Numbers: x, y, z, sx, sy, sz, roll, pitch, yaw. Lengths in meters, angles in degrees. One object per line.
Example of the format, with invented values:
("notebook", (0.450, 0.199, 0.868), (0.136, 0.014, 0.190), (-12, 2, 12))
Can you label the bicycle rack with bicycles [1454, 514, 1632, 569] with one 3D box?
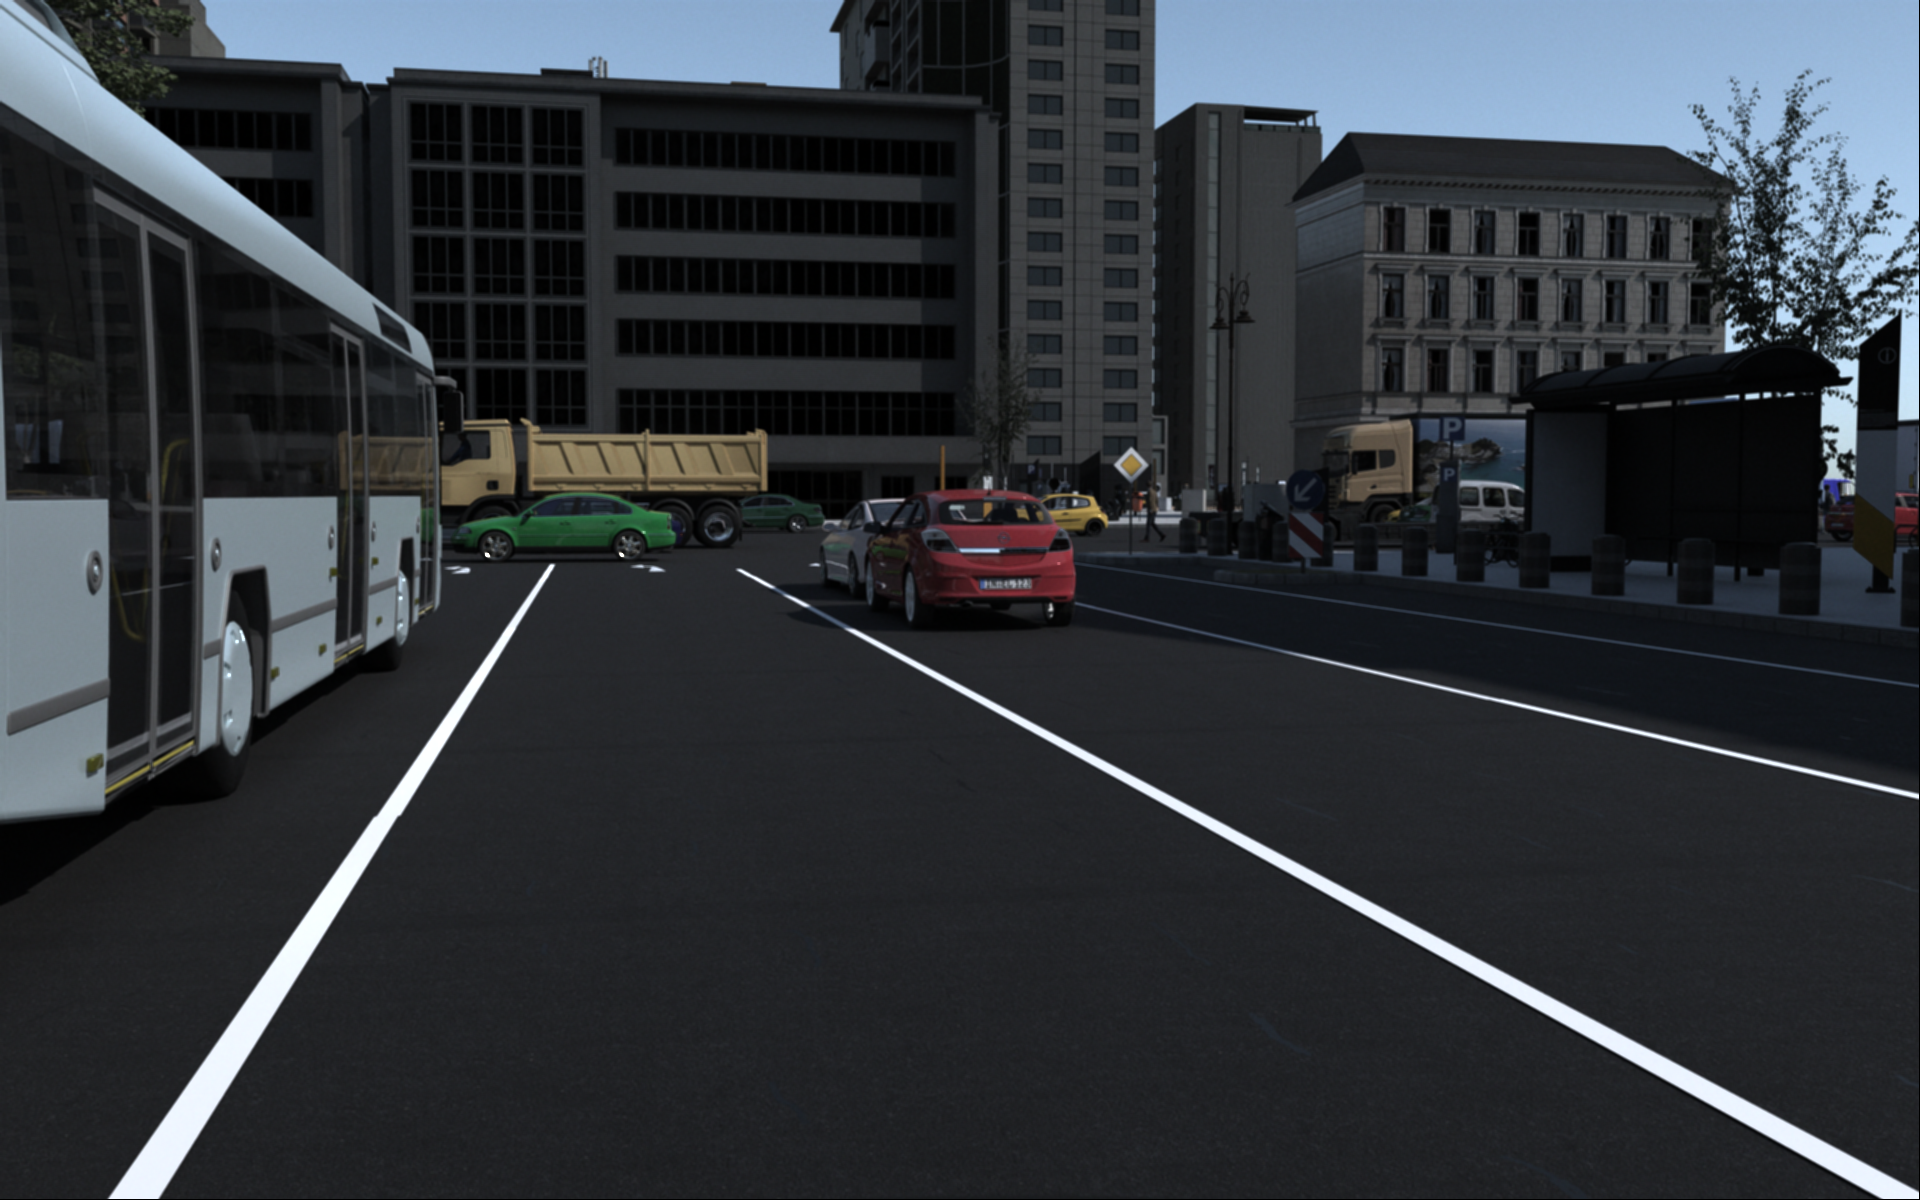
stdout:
("bicycle rack with bicycles", (10.162, -1.077, 30.998), (2.852, 0.926, 2.925), (-1, 4, -20))

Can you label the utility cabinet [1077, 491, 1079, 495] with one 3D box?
("utility cabinet", (9.574, -7.831, 136.720), (0.318, 1.500, 1.173), (-2, 4, -29))

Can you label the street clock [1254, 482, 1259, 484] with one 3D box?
("street clock", (17.520, -5.988, 102.471), (0.358, 2.002, 0.471), (2, 4, 25))

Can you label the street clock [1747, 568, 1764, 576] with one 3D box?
("street clock", (12.501, -1.381, 27.153), (0.358, 2.002, 0.471), (-3, 5, -44))

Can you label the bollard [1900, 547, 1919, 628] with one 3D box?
("bollard", (9.322, -0.124, 16.737), (0.404, 0.777, 0.398), (0, 3, 0))

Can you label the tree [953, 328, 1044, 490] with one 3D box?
("tree", (1.904, -7.757, 77.191), (4.360, 8.622, 3.978), (0, 3, 0))

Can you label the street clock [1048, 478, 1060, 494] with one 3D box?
("street clock", (4.239, -4.492, 78.013), (0.471, 2.002, 0.358), (-1, 4, -14))

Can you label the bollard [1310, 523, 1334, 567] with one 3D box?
("bollard", (6.413, -0.977, 30.683), (0.404, 0.777, 0.398), (0, 3, 0))

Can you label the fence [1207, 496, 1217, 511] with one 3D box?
("fence", (19.595, -7.499, 133.819), (0.480, 1.192, 2.264), (2, 4, 34))

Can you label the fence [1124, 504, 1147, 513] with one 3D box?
("fence", (10.668, -5.476, 104.912), (0.278, 0.683, 2.069), (-3, 5, -41))

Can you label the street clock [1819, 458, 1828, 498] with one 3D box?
("street clock", (16.506, -1.771, 33.523), (0.471, 2.002, 0.358), (2, 4, 29))

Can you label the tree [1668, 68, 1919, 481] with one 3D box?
("tree", (14.503, -4.897, 30.427), (4.360, 8.622, 3.978), (0, 3, 0))

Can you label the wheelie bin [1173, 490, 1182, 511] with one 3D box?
("wheelie bin", (16.284, -7.386, 128.664), (0.693, 1.594, 0.980), (-1, 4, -21))

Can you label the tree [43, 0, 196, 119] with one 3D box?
("tree", (-13.636, -6.161, 21.322), (7.486, 12.596, 7.792), (0, 3, 0))

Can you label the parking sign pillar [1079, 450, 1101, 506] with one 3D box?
("parking sign pillar", (7.994, -7.218, 106.480), (1.447, 3.967, 1.447), (1, 4, 9))

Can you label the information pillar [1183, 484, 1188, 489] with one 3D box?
("information pillar", (17.035, -7.733, 130.925), (0.304, 2.012, 0.304), (3, 5, 45))

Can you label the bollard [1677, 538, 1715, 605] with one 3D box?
("bollard", (8.597, -0.337, 20.234), (0.404, 0.777, 0.398), (0, 3, 0))

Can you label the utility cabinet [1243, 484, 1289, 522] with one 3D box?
("utility cabinet", (6.532, -1.733, 37.010), (1.173, 1.500, 0.318), (-3, 5, -40))

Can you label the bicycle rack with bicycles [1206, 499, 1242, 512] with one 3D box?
("bicycle rack with bicycles", (19.154, -6.806, 124.657), (2.925, 0.926, 2.852), (-1, 4, -23))

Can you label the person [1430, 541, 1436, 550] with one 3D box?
("person", (11.618, -2.019, 41.394), (0.818, 1.842, 0.514), (0, 4, 6))

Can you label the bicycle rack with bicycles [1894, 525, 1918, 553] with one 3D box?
("bicycle rack with bicycles", (21.358, -1.421, 36.609), (2.925, 0.926, 2.852), (0, 4, 1))

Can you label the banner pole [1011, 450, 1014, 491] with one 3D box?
("banner pole", (3.038, -6.684, 99.295), (0.401, 3.779, 0.863), (0, 4, -5))

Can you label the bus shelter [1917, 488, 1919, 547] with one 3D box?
("bus shelter", (11.992, -2.333, 15.774), (2.179, 5.291, 8.768), (-1, 4, -12))

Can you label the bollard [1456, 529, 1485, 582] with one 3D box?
("bollard", (7.507, -0.657, 25.454), (0.404, 0.777, 0.398), (0, 3, 0))

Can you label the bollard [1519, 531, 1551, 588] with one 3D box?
("bollard", (7.870, -0.550, 23.718), (0.404, 0.777, 0.398), (0, 3, 0))

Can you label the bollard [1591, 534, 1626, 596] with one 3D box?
("bollard", (8.230, -0.444, 21.980), (0.404, 0.777, 0.398), (0, 3, 0))

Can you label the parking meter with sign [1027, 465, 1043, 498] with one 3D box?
("parking meter with sign", (4.566, -6.497, 102.485), (0.543, 3.016, 1.738), (-2, 4, -24))

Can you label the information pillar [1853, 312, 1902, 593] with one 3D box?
("information pillar", (11.911, -1.904, 22.480), (0.504, 3.616, 0.183), (2, 4, 27))

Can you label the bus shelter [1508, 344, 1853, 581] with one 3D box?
("bus shelter", (10.579, -1.968, 26.100), (2.014, 3.302, 5.546), (-1, 4, -12))

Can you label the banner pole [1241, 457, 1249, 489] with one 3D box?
("banner pole", (18.997, -7.659, 115.245), (0.863, 3.779, 0.401), (-3, 5, -39))

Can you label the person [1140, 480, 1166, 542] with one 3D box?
("person", (5.777, -2.663, 51.957), (0.836, 1.842, 0.656), (0, 4, -8))

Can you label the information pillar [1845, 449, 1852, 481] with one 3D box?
("information pillar", (46.188, -6.039, 90.090), (0.504, 3.616, 0.183), (-3, 4, -38))

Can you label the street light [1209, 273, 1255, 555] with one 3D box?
("street light", (5.673, -3.884, 36.298), (0.468, 5.910, 1.993), (-1, 4, -12))

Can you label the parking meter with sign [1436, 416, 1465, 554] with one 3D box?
("parking meter with sign", (10.742, -2.556, 38.058), (0.543, 3.016, 1.738), (1, 4, 19))

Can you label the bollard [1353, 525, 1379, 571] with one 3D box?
("bollard", (6.785, -0.870, 28.940), (0.404, 0.777, 0.398), (0, 3, 0))

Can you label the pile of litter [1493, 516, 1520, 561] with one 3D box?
("pile of litter", (10.968, -1.215, 33.827), (1.176, 0.858, 1.719), (3, 4, 37))

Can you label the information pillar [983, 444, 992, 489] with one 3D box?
("information pillar", (1.269, -5.454, 80.526), (0.504, 3.616, 0.183), (-2, 4, -35))

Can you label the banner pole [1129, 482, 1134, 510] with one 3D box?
("banner pole", (13.612, -9.012, 137.371), (0.401, 3.779, 0.863), (-3, 4, -38))

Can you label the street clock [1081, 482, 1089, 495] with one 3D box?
("street clock", (7.563, -6.120, 104.632), (0.471, 2.002, 0.358), (3, 4, 37))

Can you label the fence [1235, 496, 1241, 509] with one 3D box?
("fence", (22.031, -7.724, 137.486), (2.264, 1.192, 0.480), (2, 4, 33))

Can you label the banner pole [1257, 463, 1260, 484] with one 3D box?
("banner pole", (24.098, -9.166, 139.881), (0.401, 3.779, 0.863), (2, 4, 29))

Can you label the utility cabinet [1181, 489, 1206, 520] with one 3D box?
("utility cabinet", (11.166, -4.525, 82.666), (1.173, 1.500, 0.318), (3, 4, 38))

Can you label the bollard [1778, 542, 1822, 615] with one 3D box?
("bollard", (8.960, -0.230, 18.473), (0.404, 0.777, 0.398), (0, 3, 0))

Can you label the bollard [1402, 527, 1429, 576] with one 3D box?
("bollard", (7.144, -0.763, 27.192), (0.404, 0.777, 0.398), (0, 3, 0))

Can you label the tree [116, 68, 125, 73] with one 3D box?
("tree", (-14.801, -4.558, 27.340), (4.360, 8.622, 3.978), (0, 3, 0))

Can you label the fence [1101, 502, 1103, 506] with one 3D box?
("fence", (9.911, -7.028, 130.287), (2.069, 0.683, 0.278), (-2, 4, -28))

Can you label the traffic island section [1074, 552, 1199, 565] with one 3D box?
("traffic island section", (3.607, -0.868, 36.471), (2.009, 0.180, 2.903), (-1, 4, -12))

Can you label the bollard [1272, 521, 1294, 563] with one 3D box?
("bollard", (6.051, -1.083, 32.425), (0.404, 0.777, 0.398), (0, 3, 0))

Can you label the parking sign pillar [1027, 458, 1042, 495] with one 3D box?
("parking sign pillar", (5.663, -8.757, 131.647), (1.447, 3.967, 1.447), (-3, 4, -37))

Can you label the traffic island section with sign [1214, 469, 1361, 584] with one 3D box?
("traffic island section with sign", (5.270, -1.214, 28.484), (1.989, 1.847, 2.006), (-1, 4, -12))

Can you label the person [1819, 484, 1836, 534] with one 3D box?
("person", (31.207, -3.278, 62.447), (0.623, 1.781, 0.721), (0, 4, -4))
